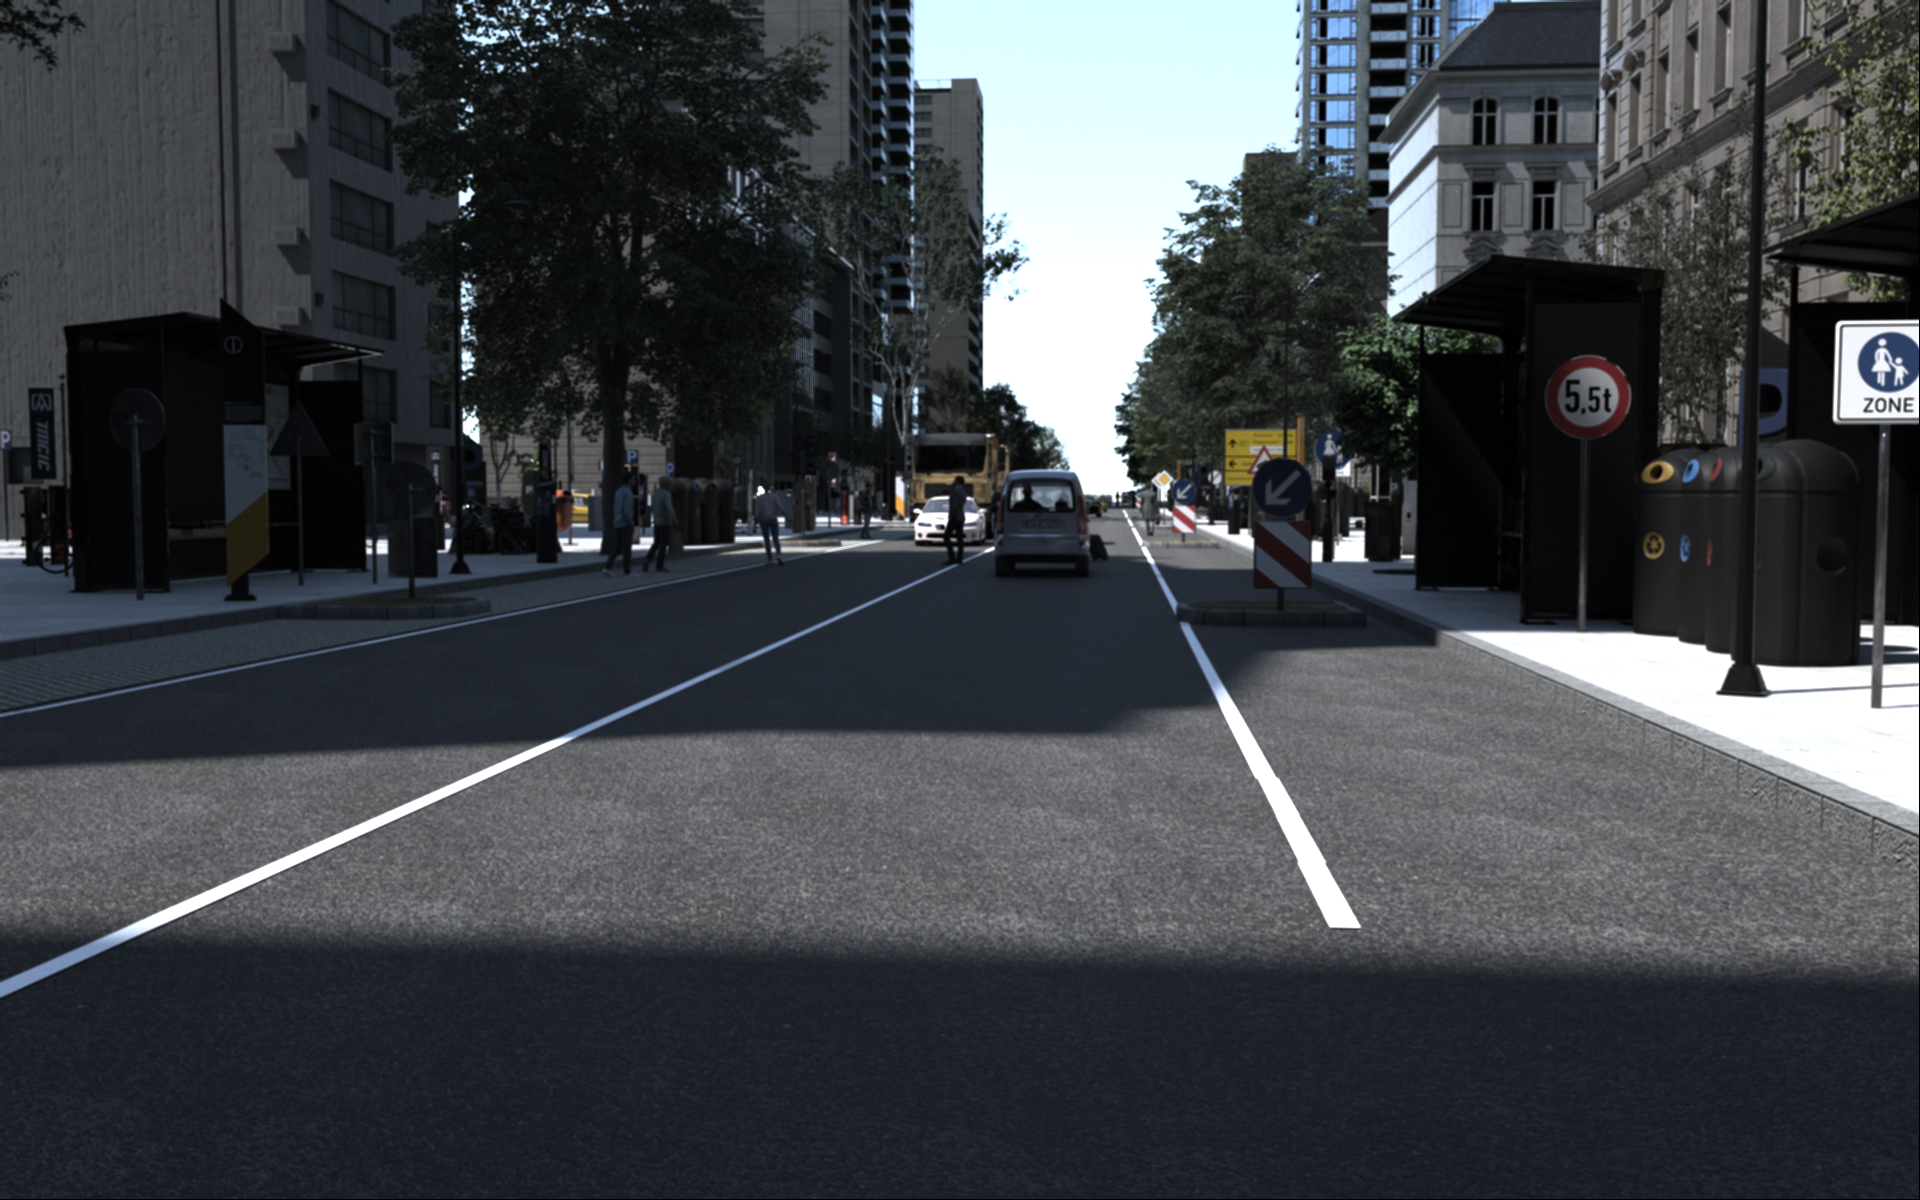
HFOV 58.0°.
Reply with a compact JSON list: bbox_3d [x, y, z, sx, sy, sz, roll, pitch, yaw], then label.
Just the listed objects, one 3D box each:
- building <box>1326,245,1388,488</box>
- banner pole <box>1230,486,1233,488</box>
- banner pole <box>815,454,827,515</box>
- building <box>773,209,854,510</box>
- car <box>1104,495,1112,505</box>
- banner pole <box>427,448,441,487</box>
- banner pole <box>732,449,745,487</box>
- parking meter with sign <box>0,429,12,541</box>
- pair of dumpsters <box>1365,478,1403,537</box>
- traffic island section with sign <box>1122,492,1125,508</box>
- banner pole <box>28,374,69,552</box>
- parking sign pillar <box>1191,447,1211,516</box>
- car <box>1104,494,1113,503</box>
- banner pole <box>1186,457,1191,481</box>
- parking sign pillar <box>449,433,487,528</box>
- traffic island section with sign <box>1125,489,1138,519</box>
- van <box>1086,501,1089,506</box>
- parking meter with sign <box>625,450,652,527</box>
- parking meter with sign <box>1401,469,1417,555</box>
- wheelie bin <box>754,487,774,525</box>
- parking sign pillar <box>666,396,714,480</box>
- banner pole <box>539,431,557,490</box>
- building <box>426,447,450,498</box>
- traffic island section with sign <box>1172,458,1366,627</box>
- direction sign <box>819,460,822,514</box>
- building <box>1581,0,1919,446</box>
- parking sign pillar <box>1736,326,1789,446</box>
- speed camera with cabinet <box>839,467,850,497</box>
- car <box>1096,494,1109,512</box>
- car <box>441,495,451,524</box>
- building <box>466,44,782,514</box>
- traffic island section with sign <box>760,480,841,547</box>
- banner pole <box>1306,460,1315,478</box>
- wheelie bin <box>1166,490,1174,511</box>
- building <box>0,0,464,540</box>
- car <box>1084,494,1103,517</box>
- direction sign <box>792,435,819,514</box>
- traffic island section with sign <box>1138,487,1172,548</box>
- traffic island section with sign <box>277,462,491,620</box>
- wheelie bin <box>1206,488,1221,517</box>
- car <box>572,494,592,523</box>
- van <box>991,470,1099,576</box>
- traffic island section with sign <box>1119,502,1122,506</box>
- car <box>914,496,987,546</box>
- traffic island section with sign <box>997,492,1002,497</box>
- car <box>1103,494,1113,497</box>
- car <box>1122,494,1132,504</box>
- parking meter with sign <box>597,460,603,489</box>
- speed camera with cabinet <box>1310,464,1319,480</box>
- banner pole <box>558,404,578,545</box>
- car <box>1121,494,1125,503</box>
[{"bbox_3d":[31.703,-15.768,122.426,10.561,19.102,19.286,0,4,5],"label":"building"},{"bbox_3d":[18.875,-8.053,121.689,0.401,3.779,0.863,-3,4,-38],"label":"banner pole"},{"bbox_3d":[-8.684,-7.190,107.571,0.863,3.779,0.401,0,4,-3],"label":"banner pole"},{"bbox_3d":[-17.243,-19.116,131.611,14.314,24.678,30.058,0,4,5],"label":"building"},{"bbox_3d":[18.582,-12.936,223.859,2.083,1.381,4.827,0,4,3],"label":"car"},{"bbox_3d":[-26.276,-5.892,86.355,0.863,3.779,0.401,0,4,4],"label":"banner pole"},{"bbox_3d":[-12.352,-6.550,97.108,0.863,3.779,0.401,-1,4,-9],"label":"banner pole"},{"bbox_3d":[-26.662,-3.100,46.948,1.738,3.016,0.543,0,4,5],"label":"parking meter with sign"},{"bbox_3d":[10.402,-2.282,39.811,1.574,2.255,4.437,0,4,5],"label":"pair of dumpsters"},{"bbox_3d":[13.157,-7.289,127.797,1.989,1.847,2.006,0,4,5],"label":"traffic island section with sign"},{"bbox_3d":[-18.875,-2.813,36.013,0.863,3.779,0.401,-1,4,-21],"label":"banner pole"},{"bbox_3d":[14.012,-6.849,100.451,1.447,3.967,1.447,-3,4,-38],"label":"parking sign pillar"},{"bbox_3d":[24.810,-17.211,291.618,2.015,1.641,3.980,0,4,6],"label":"car"},{"bbox_3d":[13.734,-6.870,102.345,0.863,3.779,0.401,1,4,16],"label":"banner pole"},{"bbox_3d":[-18.754,-4.745,66.049,1.447,3.967,1.447,-3,5,-43],"label":"parking sign pillar"},{"bbox_3d":[10.747,-5.645,100.926,1.989,1.847,2.006,0,4,5],"label":"traffic island section with sign"},{"bbox_3d":[2.759,-2.666,50.604,2.013,2.044,4.112,0,4,6],"label":"van"},{"bbox_3d":[-12.471,-4.349,67.367,0.543,3.016,1.738,-2,4,-31],"label":"parking meter with sign"},{"bbox_3d":[9.669,-2.453,36.364,1.738,3.016,0.543,2,4,31],"label":"parking meter with sign"},{"bbox_3d":[-8.241,-3.979,72.964,0.980,1.594,0.693,1,4,18],"label":"wheelie bin"},{"bbox_3d":[-7.349,-3.588,47.130,1.447,3.967,1.447,-3,5,-44],"label":"parking sign pillar"},{"bbox_3d":[-14.087,-4.246,59.445,0.863,3.779,0.401,1,4,15],"label":"banner pole"},{"bbox_3d":[-41.156,-17.210,99.412,19.932,24.808,12.078,0,4,5],"label":"building"},{"bbox_3d":[3.477,-0.676,19.679,1.989,1.847,2.006,0,4,5],"label":"traffic island section with sign"},{"bbox_3d":[-9.432,-7.476,114.232,0.876,3.537,0.379,2,4,32],"label":"direction sign"},{"bbox_3d":[25.758,-15.162,45.169,12.463,27.353,25.104,0,4,5],"label":"building"},{"bbox_3d":[12.640,-2.337,26.679,1.447,3.967,1.447,-2,4,-26],"label":"parking sign pillar"},{"bbox_3d":[-8.312,-8.261,129.407,0.660,3.252,2.038,2,4,24],"label":"speed camera with cabinet"},{"bbox_3d":[10.775,-7.769,137.240,2.015,1.641,3.980,0,4,5],"label":"car"},{"bbox_3d":[-24.772,-4.195,77.635,4.494,1.783,2.155,0,4,6],"label":"car"},{"bbox_3d":[-19.096,-18.764,104.056,12.463,27.353,25.104,0,4,5],"label":"building"},{"bbox_3d":[-4.305,-2.372,47.403,1.989,1.847,2.006,0,4,5],"label":"traffic island section with sign"},{"bbox_3d":[24.611,-8.042,121.497,0.863,3.779,0.401,0,4,7],"label":"banner pole"},{"bbox_3d":[16.169,-7.597,132.119,0.980,1.594,0.693,-1,4,-11],"label":"wheelie bin"},{"bbox_3d":[-23.935,-17.272,54.093,14.107,30.474,14.160,0,4,5],"label":"building"},{"bbox_3d":[7.833,-5.850,107.437,2.131,1.459,4.920,0,4,3],"label":"car"},{"bbox_3d":[-6.031,-4.576,66.812,0.876,3.537,0.379,0,4,6],"label":"direction sign"},{"bbox_3d":[5.878,-2.318,46.527,1.989,1.847,2.006,0,4,5],"label":"traffic island section with sign"},{"bbox_3d":[-6.707,-0.729,20.554,1.989,1.847,2.006,0,4,5],"label":"traffic island section with sign"},{"bbox_3d":[14.241,-5.430,96.685,0.980,1.594,0.693,-1,4,-22],"label":"wheelie bin"},{"bbox_3d":[-16.679,-4.116,77.512,3.980,1.641,2.015,0,4,7],"label":"car"},{"bbox_3d":[1.532,-1.499,31.521,2.013,2.044,4.112,0,4,4],"label":"van"},{"bbox_3d":[17.710,-10.405,178.747,1.989,1.847,2.006,0,4,5],"label":"traffic island section with sign"},{"bbox_3d":[-0.242,-2.265,49.392,2.083,1.381,4.827,0,4,3],"label":"car"},{"bbox_3d":[3.048,-7.393,129.495,1.989,1.847,2.006,0,4,5],"label":"traffic island section with sign"},{"bbox_3d":[25.577,-17.861,301.067,2.155,1.783,4.494,0,4,5],"label":"car"},{"bbox_3d":[23.511,-14.165,241.388,2.009,1.686,4.222,0,4,5],"label":"car"},{"bbox_3d":[-17.695,-5.641,88.486,1.738,3.016,0.543,3,5,41],"label":"parking meter with sign"},{"bbox_3d":[19.628,-6.459,99.947,2.038,3.252,0.660,-1,4,-9],"label":"speed camera with cabinet"},{"bbox_3d":[-9.828,-3.286,43.741,0.401,3.779,0.863,0,4,-2],"label":"banner pole"},{"bbox_3d":[26.593,-16.283,276.014,2.009,1.686,4.222,0,4,6],"label":"car"}]
